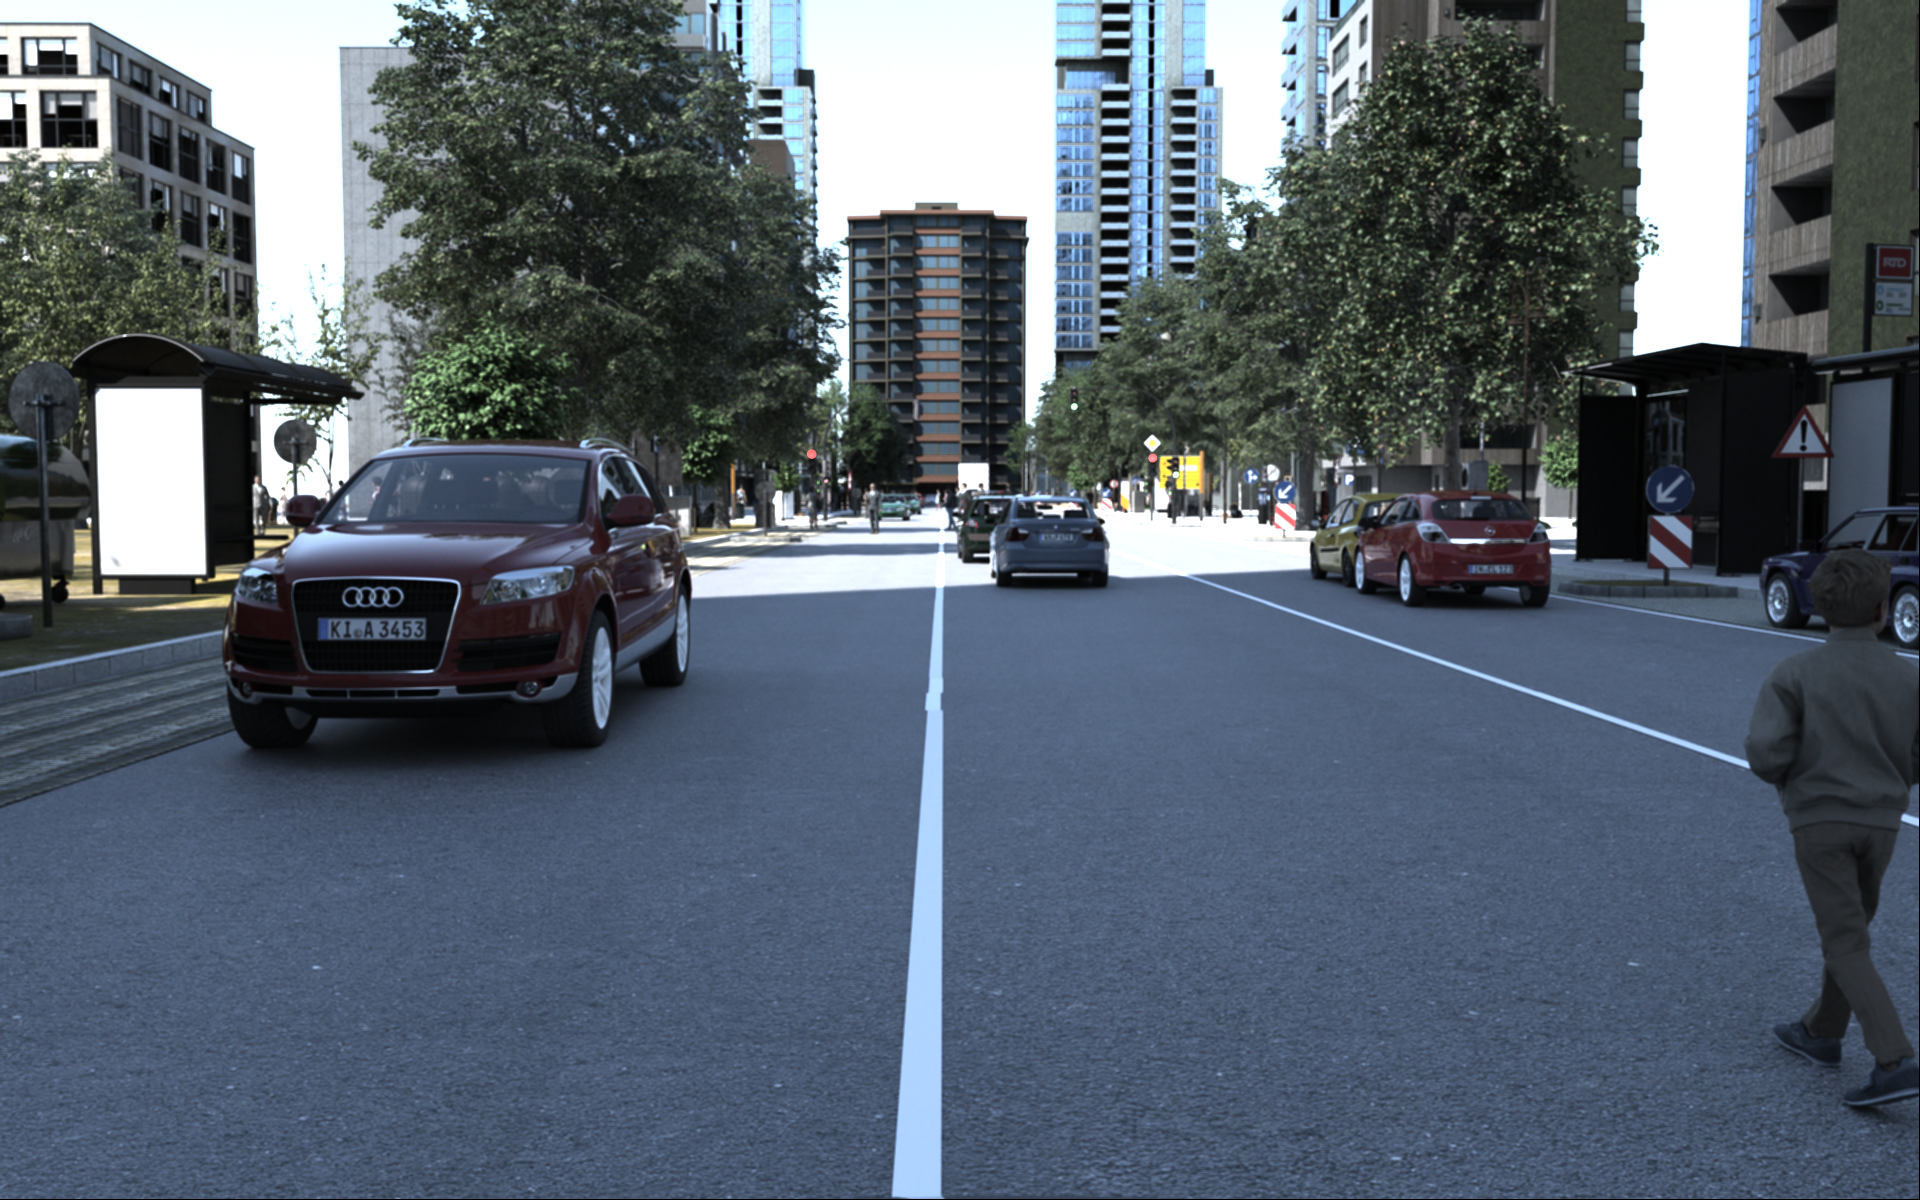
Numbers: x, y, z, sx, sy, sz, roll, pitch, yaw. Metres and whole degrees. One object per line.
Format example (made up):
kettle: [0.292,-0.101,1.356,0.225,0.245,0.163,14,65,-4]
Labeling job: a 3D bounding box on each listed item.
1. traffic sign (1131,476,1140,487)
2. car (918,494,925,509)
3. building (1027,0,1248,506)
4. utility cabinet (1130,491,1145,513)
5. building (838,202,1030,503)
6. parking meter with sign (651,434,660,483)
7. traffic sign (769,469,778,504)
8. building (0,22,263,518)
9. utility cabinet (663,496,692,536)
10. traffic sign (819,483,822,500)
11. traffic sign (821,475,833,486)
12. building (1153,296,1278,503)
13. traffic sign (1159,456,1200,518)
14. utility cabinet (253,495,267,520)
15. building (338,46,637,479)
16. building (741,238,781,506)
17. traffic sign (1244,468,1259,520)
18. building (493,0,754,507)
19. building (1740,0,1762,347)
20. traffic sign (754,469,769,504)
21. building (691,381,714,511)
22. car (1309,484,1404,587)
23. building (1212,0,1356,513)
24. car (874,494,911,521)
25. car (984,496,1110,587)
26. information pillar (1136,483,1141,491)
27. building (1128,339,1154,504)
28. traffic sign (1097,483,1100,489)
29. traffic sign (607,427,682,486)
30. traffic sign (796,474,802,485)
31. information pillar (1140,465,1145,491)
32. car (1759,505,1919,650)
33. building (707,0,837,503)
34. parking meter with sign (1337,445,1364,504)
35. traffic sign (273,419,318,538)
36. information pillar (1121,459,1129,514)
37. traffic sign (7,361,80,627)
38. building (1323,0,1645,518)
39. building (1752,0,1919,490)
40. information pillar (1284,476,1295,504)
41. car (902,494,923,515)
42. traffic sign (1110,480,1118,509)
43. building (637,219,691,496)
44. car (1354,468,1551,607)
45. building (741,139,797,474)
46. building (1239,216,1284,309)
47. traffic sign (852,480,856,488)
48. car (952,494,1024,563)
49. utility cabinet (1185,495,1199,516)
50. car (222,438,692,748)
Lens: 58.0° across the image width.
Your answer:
traffic sign: [12.331,-7.392,120.968,0.768,2.556,0.104,0,4,3]
car: [-4.527,-10.040,173.194,2.155,1.783,4.494,0,4,0]
building: [25.709,-58.013,261.180,31.000,86.520,22.319,0,4,-1]
utility cabinet: [11.773,-6.486,114.733,0.318,1.500,1.173,3,5,43]
building: [-4.222,-37.151,262.050,28.867,44.769,22.147,0,4,-1]
parking meter with sign: [-9.554,-3.283,49.938,1.738,3.016,0.543,1,4,11]
traffic sign: [-9.697,-5.429,88.866,0.768,2.556,0.104,0,4,5]
building: [-61.751,-18.131,100.965,34.151,26.468,19.350,0,4,-1]
utility cabinet: [-8.764,-2.567,53.136,1.020,1.237,0.306,0,4,5]
traffic sign: [-11.131,-8.385,137.195,0.768,2.556,0.104,0,4,5]
traffic sign: [-8.631,-6.849,112.089,0.768,2.556,0.104,0,4,4]
building: [35.791,-20.366,178.015,27.650,21.520,28.899,0,4,-1]
traffic sign: [11.678,-5.975,91.570,2.265,3.308,0.079,0,4,8]
utility cabinet: [-34.084,-4.589,83.713,1.173,1.500,0.318,0,4,-8]
building: [-26.780,-17.360,101.859,12.078,24.808,19.932,0,4,-1]
building: [-27.803,-25.906,195.256,14.160,30.474,14.107,0,4,-1]
traffic sign: [14.469,-5.259,86.093,0.768,2.556,0.104,0,4,0]
building: [-32.800,-33.783,171.966,23.786,49.044,30.456,0,4,-1]
building: [61.024,-48.147,99.878,31.000,86.520,22.319,0,4,-1]
traffic sign: [-7.976,-4.122,69.529,0.606,2.300,0.079,0,4,4]
building: [-25.047,-17.321,137.945,10.420,20.320,16.860,0,4,-1]
car: [6.782,-1.088,28.005,2.015,1.641,3.980,0,4,1]
building: [32.348,-49.856,127.817,22.319,86.520,31.000,0,4,-1]
car: [-3.687,-5.011,93.720,2.131,1.459,4.920,0,4,1]
car: [1.406,-0.987,28.138,2.014,1.417,4.499,0,4,-1]
information pillar: [12.080,-6.904,117.366,0.304,2.012,0.304,1,4,14]
building: [34.788,-22.205,208.097,27.650,21.520,28.899,0,4,-1]
traffic sign: [12.176,-9.329,154.662,0.606,2.300,0.079,0,4,2]
traffic sign: [-9.543,-3.583,52.448,2.265,3.308,0.079,0,4,1]
traffic sign: [-10.592,-6.852,112.130,0.768,2.556,0.104,0,4,1]
information pillar: [12.433,-7.752,118.095,0.183,3.616,0.504,-2,4,-25]
car: [9.526,-0.281,17.174,1.945,1.354,3.894,0,4,0]
building: [-34.403,-58.017,261.251,31.000,86.520,22.319,0,4,-1]
parking meter with sign: [11.665,-3.418,52.147,0.543,3.016,1.738,0,4,-1]
traffic sign: [-11.252,-1.787,29.325,0.768,2.556,0.104,0,4,3]
information pillar: [10.868,-7.500,113.985,0.504,3.616,0.183,0,4,0]
traffic sign: [-8.812,-1.012,16.654,0.768,2.556,0.104,1,4,9]
building: [29.200,-20.013,98.909,14.107,30.474,14.160,0,4,-1]
building: [29.553,-16.812,46.576,14.160,30.474,14.107,0,4,-1]
information pillar: [13.645,-4.114,71.761,0.304,2.012,0.304,3,5,44]
car: [-3.637,-6.709,121.487,2.131,1.459,4.920,0,4,-2]
traffic sign: [13.534,-9.314,152.396,0.768,2.556,0.104,0,3,0]
building: [-25.453,-16.246,120.371,10.420,20.320,16.860,0,4,-1]
car: [6.586,-0.886,23.519,2.155,1.783,4.494,0,4,1]
building: [-27.956,-34.527,214.625,14.200,45.320,14.600,0,4,-1]
building: [56.212,-37.213,263.050,28.867,44.769,22.147,0,4,-1]
traffic sign: [-9.808,-9.614,157.292,0.768,2.556,0.104,0,4,4]
car: [0.839,-1.687,37.368,2.009,1.686,4.222,0,4,-2]
utility cabinet: [13.767,-5.554,101.969,1.020,1.237,0.306,0,4,-7]
car: [-3.054,-0.171,11.473,2.281,1.827,5.304,0,4,-1]
